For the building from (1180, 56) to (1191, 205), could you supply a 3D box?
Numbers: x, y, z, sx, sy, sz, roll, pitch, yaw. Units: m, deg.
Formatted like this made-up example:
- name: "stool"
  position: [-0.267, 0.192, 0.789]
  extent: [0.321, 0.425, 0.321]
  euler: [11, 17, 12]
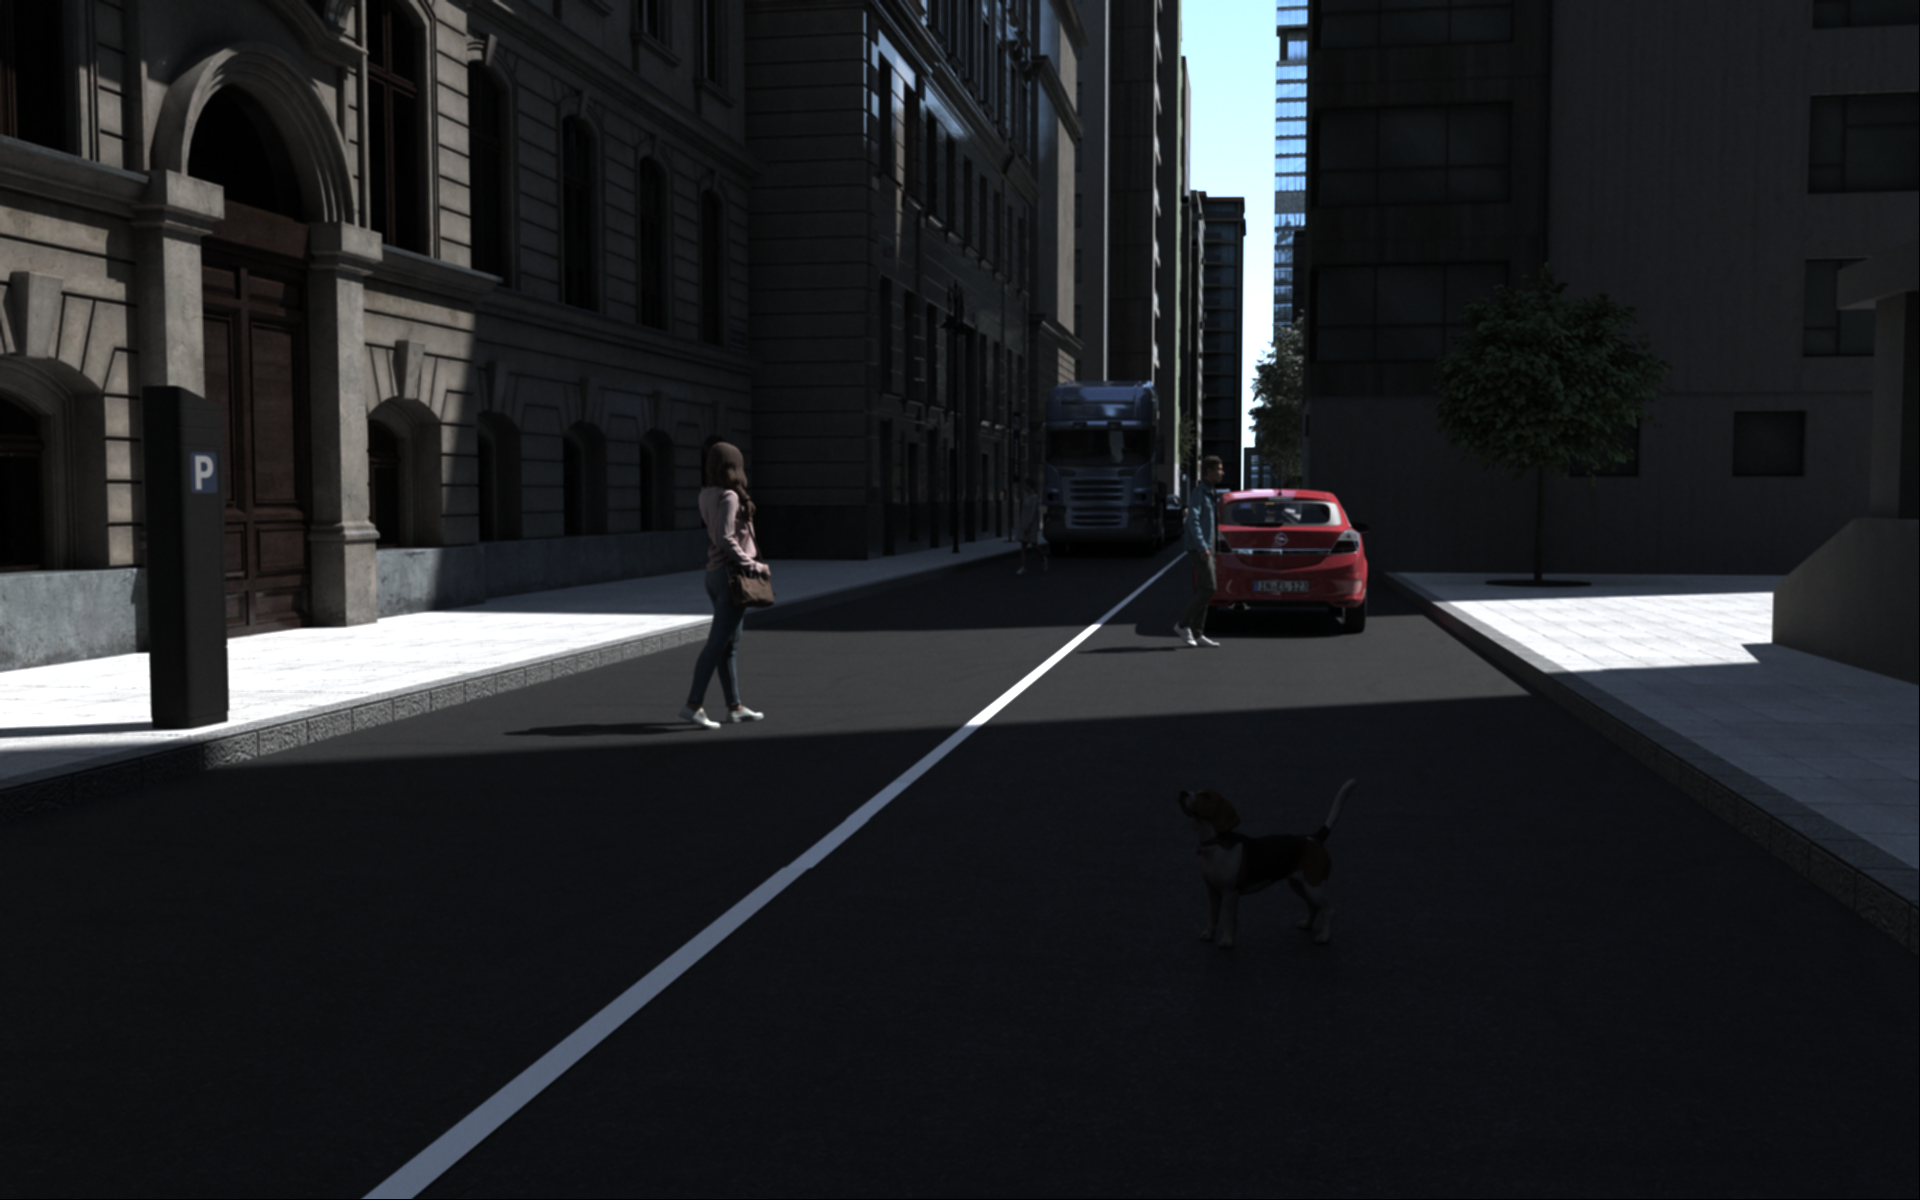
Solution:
- name: "building"
  position: [16.087, -32.147, 175.720]
  extent: [14.600, 45.320, 14.200]
  euler: [1, 4, 10]

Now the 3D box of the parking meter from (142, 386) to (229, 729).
- name: "parking meter"
  position: [-4.279, -0.237, 9.589]
  extent: [0.255, 1.863, 0.399]
  euler: [1, 4, 12]

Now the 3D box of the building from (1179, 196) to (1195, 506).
- name: "building"
  position: [14.248, -23.881, 162.154]
  extent: [14.160, 30.474, 14.107]
  euler: [1, 4, 10]

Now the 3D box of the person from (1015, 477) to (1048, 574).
- name: "person"
  position: [1.274, -1.340, 31.158]
  extent: [0.466, 1.731, 0.760]
  euler: [3, 4, 37]

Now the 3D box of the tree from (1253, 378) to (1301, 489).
- name: "tree"
  position: [28.169, -13.340, 143.872]
  extent: [9.928, 11.665, 9.643]
  euler: [0, 3, 0]

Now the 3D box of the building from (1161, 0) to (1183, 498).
- name: "building"
  position: [3.697, -24.633, 86.350]
  extent: [14.154, 41.232, 14.086]
  euler: [1, 4, 10]

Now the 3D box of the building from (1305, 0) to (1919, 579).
- name: "building"
  position: [13.816, -15.994, 33.197]
  extent: [14.160, 30.474, 14.107]
  euler: [1, 4, 10]

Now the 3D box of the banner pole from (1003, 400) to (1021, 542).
- name: "banner pole"
  position: [1.443, -3.441, 46.283]
  extent: [0.401, 3.779, 0.863]
  euler: [2, 4, 27]

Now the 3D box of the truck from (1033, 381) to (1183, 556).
- name: "truck"
  position: [4.479, -3.505, 47.068]
  extent: [2.967, 4.110, 18.799]
  euler: [1, 4, 10]

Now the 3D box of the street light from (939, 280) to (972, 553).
- name: "street light"
  position: [-0.093, -3.958, 37.505]
  extent: [0.468, 5.910, 1.993]
  euler: [1, 4, 10]

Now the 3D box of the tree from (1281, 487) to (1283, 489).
- name: "tree"
  position: [43.032, -14.336, 228.994]
  extent: [1.663, 3.219, 1.824]
  euler: [0, 3, 0]

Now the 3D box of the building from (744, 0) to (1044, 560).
- name: "building"
  position: [-5.291, -15.186, 45.559]
  extent: [12.463, 27.353, 25.104]
  euler: [1, 4, 10]

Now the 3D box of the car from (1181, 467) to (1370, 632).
- name: "car"
  position: [3.569, -0.644, 19.564]
  extent: [2.155, 1.783, 4.494]
  euler: [1, 4, 9]

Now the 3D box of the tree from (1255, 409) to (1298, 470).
- name: "tree"
  position: [30.351, -13.398, 153.469]
  extent: [8.767, 10.594, 7.601]
  euler: [-1, 4, -10]

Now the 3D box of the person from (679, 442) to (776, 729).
- name: "person"
  position: [-1.486, -0.100, 10.726]
  extent: [0.643, 1.750, 0.593]
  euler: [-2, 4, -29]

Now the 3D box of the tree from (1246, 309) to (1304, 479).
- name: "tree"
  position: [22.947, -12.633, 113.198]
  extent: [9.857, 13.997, 8.962]
  euler: [0, 3, 0]

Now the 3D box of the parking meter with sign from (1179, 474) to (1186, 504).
- name: "parking meter with sign"
  position: [19.236, -9.639, 153.861]
  extent: [0.543, 3.016, 1.738]
  euler: [-3, 5, -44]

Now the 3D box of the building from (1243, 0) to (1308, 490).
- name: "building"
  position: [55.821, -56.864, 242.397]
  extent: [31.000, 86.520, 22.319]
  euler: [1, 4, 10]

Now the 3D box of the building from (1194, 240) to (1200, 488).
- name: "building"
  position: [18.922, -25.591, 190.106]
  extent: [14.160, 30.474, 14.107]
  euler: [1, 4, 10]

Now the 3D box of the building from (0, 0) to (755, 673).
- name: "building"
  position: [-11.788, -12.038, 15.906]
  extent: [14.460, 24.649, 34.723]
  euler: [1, 4, 10]

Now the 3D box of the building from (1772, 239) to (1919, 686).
- name: "building"
  position: [21.699, -19.099, 4.153]
  extent: [32.217, 40.220, 23.993]
  euler: [1, 4, 10]

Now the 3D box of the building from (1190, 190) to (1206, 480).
- name: "building"
  position: [18.116, -31.947, 214.220]
  extent: [23.993, 40.220, 32.217]
  euler: [1, 4, 10]

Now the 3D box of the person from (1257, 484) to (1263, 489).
- name: "person"
  position: [11.106, -3.384, 63.932]
  extent: [0.767, 1.812, 0.694]
  euler: [1, 4, 13]

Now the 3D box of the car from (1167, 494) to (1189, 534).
- name: "car"
  position: [7.416, -3.202, 64.155]
  extent: [2.131, 1.459, 4.920]
  euler: [1, 4, 10]

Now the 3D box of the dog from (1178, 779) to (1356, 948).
- name: "dog"
  position: [0.984, 0.841, 5.540]
  extent: [0.406, 0.507, 0.540]
  euler: [2, 4, 31]

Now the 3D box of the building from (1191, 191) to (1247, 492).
- name: "building"
  position: [26.206, -36.297, 248.074]
  extent: [28.867, 44.769, 22.147]
  euler: [1, 4, 10]

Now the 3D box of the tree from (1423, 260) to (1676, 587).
- name: "tree"
  position: [8.202, -2.487, 24.379]
  extent: [4.285, 4.588, 4.351]
  euler: [0, 3, 0]

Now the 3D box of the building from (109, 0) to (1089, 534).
- name: "building"
  position: [-12.802, -15.233, 68.147]
  extent: [34.723, 24.649, 14.460]
  euler: [1, 4, 10]

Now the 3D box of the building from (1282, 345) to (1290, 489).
- name: "building"
  position: [53.575, -22.366, 210.721]
  extent: [27.650, 21.520, 28.899]
  euler: [1, 4, 10]

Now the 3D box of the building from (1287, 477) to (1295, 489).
- name: "building"
  position: [48.690, -29.238, 169.918]
  extent: [32.217, 40.220, 23.993]
  euler: [1, 4, 10]

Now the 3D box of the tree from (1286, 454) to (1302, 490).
- name: "tree"
  position: [24.684, -8.458, 122.007]
  extent: [4.285, 4.588, 4.351]
  euler: [0, 3, 0]

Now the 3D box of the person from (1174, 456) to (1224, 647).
- name: "person"
  position: [2.237, -0.447, 16.158]
  extent: [0.444, 1.785, 0.601]
  euler: [2, 4, 29]

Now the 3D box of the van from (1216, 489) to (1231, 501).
- name: "van"
  position: [21.331, -8.192, 140.953]
  extent: [2.013, 2.044, 4.112]
  euler: [1, 4, 10]

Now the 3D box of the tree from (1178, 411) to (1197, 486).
- name: "tree"
  position: [18.264, -12.056, 147.478]
  extent: [4.737, 8.622, 4.395]
  euler: [0, 3, 0]
